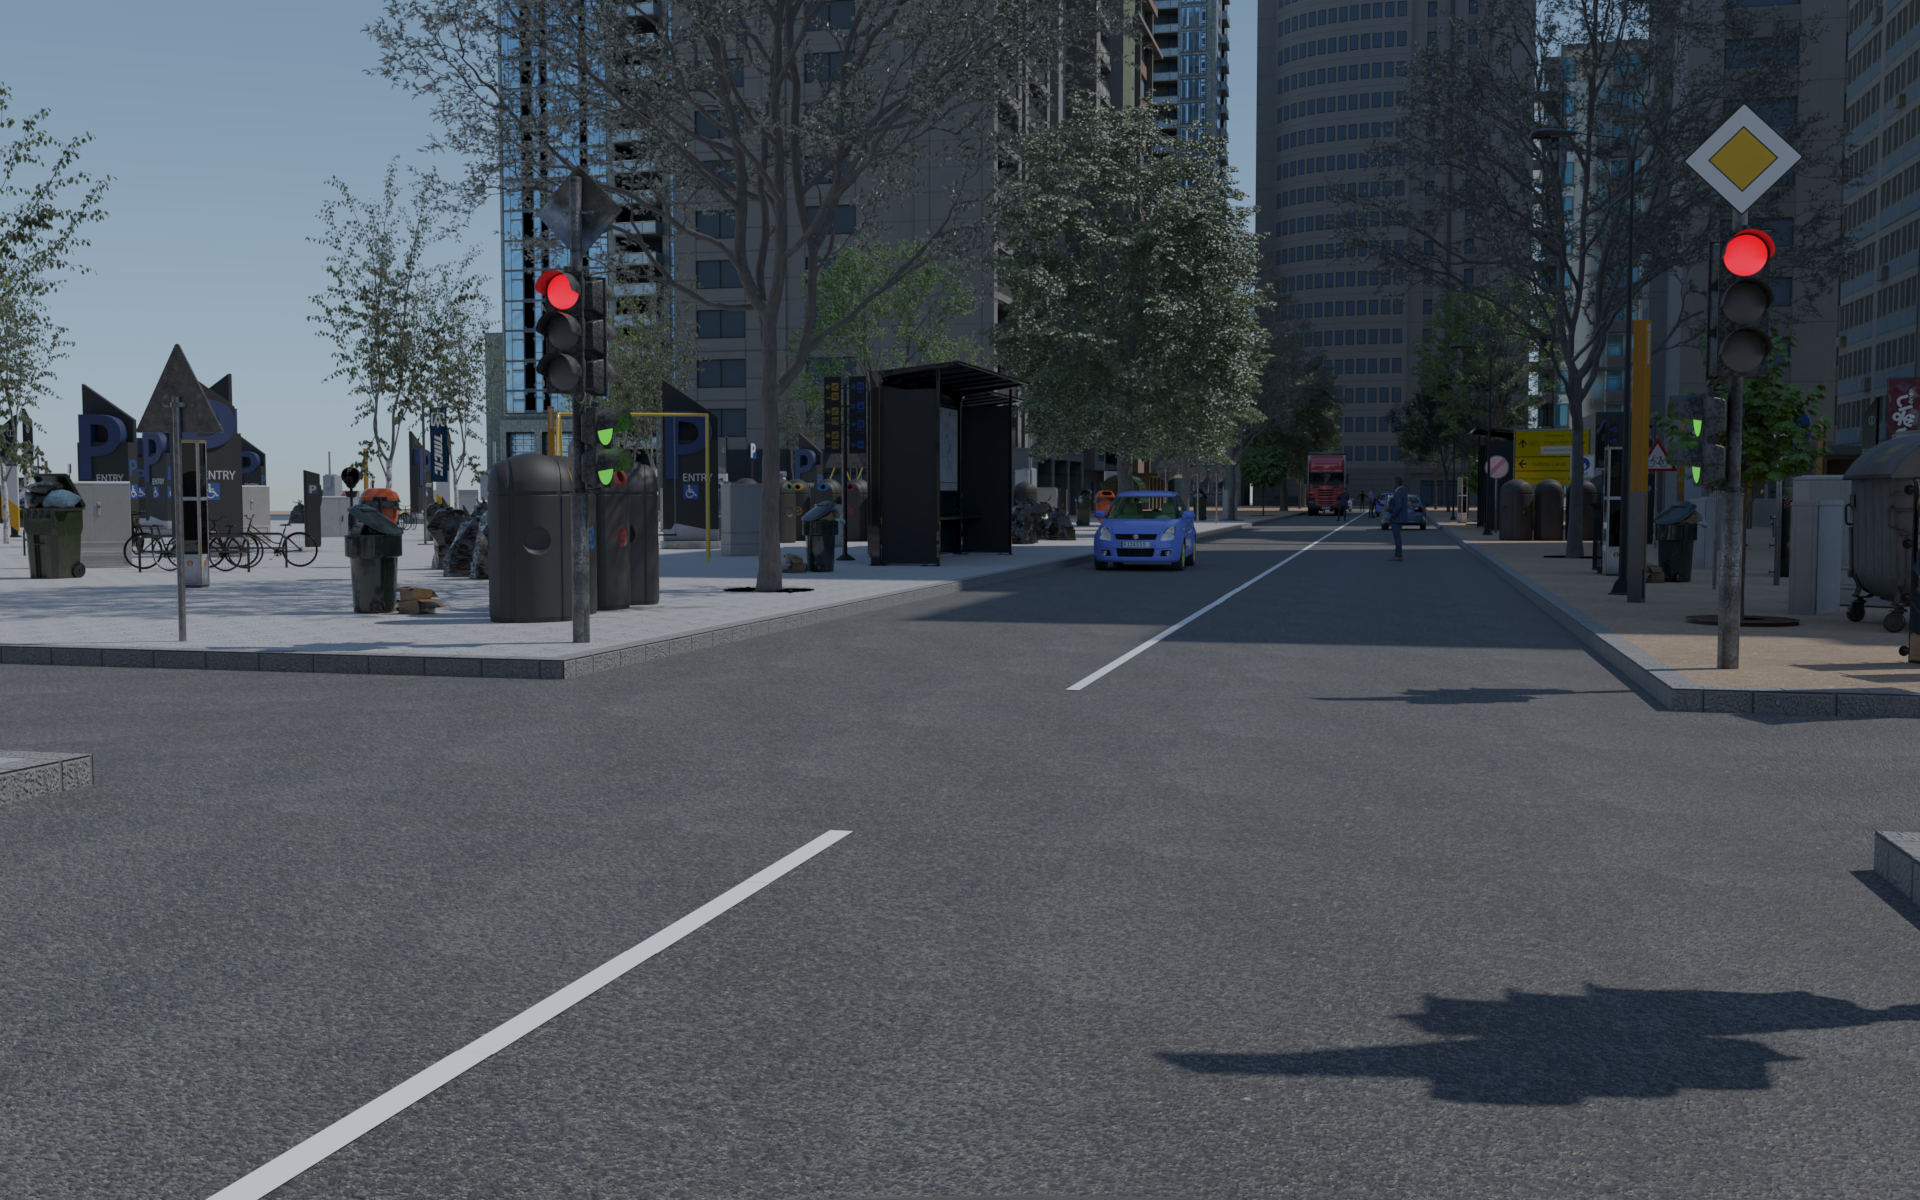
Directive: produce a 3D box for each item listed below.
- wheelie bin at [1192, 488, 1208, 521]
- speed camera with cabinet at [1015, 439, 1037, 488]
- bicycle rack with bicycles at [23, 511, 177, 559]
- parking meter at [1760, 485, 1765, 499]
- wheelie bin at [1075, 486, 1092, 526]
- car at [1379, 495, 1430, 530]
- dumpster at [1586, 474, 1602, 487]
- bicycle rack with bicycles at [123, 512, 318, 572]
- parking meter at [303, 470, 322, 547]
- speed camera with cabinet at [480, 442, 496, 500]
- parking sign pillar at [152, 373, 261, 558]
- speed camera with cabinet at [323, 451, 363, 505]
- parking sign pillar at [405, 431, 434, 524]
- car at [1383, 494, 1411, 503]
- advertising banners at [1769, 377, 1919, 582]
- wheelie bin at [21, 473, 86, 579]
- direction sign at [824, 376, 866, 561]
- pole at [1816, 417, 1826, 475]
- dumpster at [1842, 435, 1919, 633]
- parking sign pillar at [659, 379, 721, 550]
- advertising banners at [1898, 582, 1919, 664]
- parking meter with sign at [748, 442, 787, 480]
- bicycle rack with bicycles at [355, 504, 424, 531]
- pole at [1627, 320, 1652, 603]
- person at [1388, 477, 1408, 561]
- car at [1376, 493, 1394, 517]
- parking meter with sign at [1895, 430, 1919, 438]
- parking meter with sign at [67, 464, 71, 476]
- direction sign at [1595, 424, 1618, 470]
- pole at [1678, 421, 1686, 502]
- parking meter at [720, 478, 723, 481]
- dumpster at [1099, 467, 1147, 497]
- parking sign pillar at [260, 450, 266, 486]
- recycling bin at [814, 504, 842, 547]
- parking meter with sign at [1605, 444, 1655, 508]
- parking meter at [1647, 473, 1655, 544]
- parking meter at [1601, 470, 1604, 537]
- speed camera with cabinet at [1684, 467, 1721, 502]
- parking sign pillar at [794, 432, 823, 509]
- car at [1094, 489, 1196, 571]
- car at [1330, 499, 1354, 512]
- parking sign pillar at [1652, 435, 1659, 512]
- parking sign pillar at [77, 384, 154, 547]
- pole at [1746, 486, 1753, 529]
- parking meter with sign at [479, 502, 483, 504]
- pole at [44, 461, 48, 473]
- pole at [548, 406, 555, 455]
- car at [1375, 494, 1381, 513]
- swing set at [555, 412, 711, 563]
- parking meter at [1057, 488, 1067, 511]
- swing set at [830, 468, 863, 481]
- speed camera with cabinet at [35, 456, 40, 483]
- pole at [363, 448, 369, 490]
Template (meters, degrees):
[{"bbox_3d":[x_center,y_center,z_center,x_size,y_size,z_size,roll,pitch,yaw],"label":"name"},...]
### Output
[{"bbox_3d":[11.616,-4.648,83.906,0.693,1.594,0.980,0,4,-2],"label":"wheelie bin"},{"bbox_3d":[2.684,-4.178,62.641,0.660,3.252,2.038,2,4,29],"label":"speed camera with cabinet"},{"bbox_3d":[-18.332,-1.439,36.906,2.852,0.926,2.925,0,4,7],"label":"bicycle rack with bicycles"},{"bbox_3d":[37.993,-4.682,82.261,0.399,1.863,0.255,-1,4,-22],"label":"parking meter"},{"bbox_3d":[4.973,-3.781,69.721,0.693,1.594,0.980,0,4,2],"label":"wheelie bin"},{"bbox_3d":[17.968,-3.550,70.050,2.014,1.417,4.499,1,4,15],"label":"car"},{"bbox_3d":[18.427,-2.680,49.571,1.264,1.857,1.865,1,4,14],"label":"dumpster"},{"bbox_3d":[-12.741,-0.977,29.360,2.925,0.926,2.852,0,4,-1],"label":"bicycle rack with bicycles"},{"bbox_3d":[-15.656,-2.214,41.911,0.399,1.863,0.255,-2,4,-28],"label":"parking meter"},{"bbox_3d":[-17.693,-4.398,66.251,0.660,3.252,2.038,0,4,8],"label":"speed camera with cabinet"},{"bbox_3d":[-15.431,-2.873,35.453,1.447,3.967,1.447,3,5,44],"label":"parking sign pillar"},{"bbox_3d":[-28.542,-5.262,80.372,2.038,3.252,0.660,1,4,19],"label":"speed camera with cabinet"},{"bbox_3d":[-23.218,-5.272,74.667,1.447,3.967,1.447,1,4,11],"label":"parking sign pillar"},{"bbox_3d":[26.131,-5.651,102.616,2.015,1.641,3.980,1,4,13],"label":"car"},{"bbox_3d":[13.462,-1.842,26.298,2.074,3.025,0.090,1,4,20],"label":"advertising banners"},{"bbox_3d":[-13.784,-1.128,26.359,0.980,1.594,0.693,1,4,17],"label":"wheelie bin"},{"bbox_3d":[-2.211,-2.533,33.412,0.876,3.537,0.379,1,4,21],"label":"direction sign"},{"bbox_3d":[22.711,-3.173,45.722,0.158,3.312,0.155,0,3,0],"label":"pole"},{"bbox_3d":[9.296,-0.657,16.495,1.264,1.857,1.865,1,4,14],"label":"dumpster"},{"bbox_3d":[-6.322,-3.191,40.644,1.447,3.967,1.447,0,4,-7],"label":"parking sign pillar"},{"bbox_3d":[7.293,-0.978,12.170,0.090,3.025,2.074,0,4,-3],"label":"advertising banners"},{"bbox_3d":[-6.227,-3.798,58.363,1.738,3.016,0.543,1,4,15],"label":"parking meter with sign"},{"bbox_3d":[-20.228,-2.958,61.737,2.925,0.926,2.852,3,5,44],"label":"bicycle rack with bicycles"},{"bbox_3d":[8.003,-1.624,20.400,0.158,3.312,0.155,0,3,0],"label":"pole"},{"bbox_3d":[9.380,-1.737,37.082,0.419,1.800,0.721,1,4,19],"label":"person"},{"bbox_3d":[27.365,-6.162,110.334,1.945,1.707,3.694,1,4,13],"label":"car"},{"bbox_3d":[11.677,-1.508,20.924,0.543,3.016,1.738,0,4,0],"label":"parking meter with sign"},{"bbox_3d":[-51.939,-6.303,99.310,1.738,3.016,0.543,-3,4,-39],"label":"parking meter with sign"},{"bbox_3d":[20.878,-3.914,55.985,0.379,3.537,0.876,-2,4,-29],"label":"direction sign"},{"bbox_3d":[20.297,-3.357,48.731,0.158,3.312,0.155,0,3,0],"label":"pole"},{"bbox_3d":[-8.928,-3.548,63.729,0.399,1.863,0.255,1,4,16],"label":"parking meter"},{"bbox_3d":[5.793,-3.610,61.512,1.502,2.255,1.985,1,4,14],"label":"dumpster"},{"bbox_3d":[-32.145,-5.506,78.496,1.447,3.967,1.447,1,4,11],"label":"parking sign pillar"},{"bbox_3d":[-3.168,-1.805,42.072,0.722,1.027,0.722,0,4,-5],"label":"recycling bin"},{"bbox_3d":[23.391,-3.925,60.436,1.738,3.016,0.543,-1,4,-17],"label":"parking meter with sign"},{"bbox_3d":[17.558,-2.363,44.352,0.399,1.863,0.255,0,4,-4],"label":"parking meter"},{"bbox_3d":[15.952,-2.252,42.524,0.255,1.863,0.399,-1,4,-15],"label":"parking meter"},{"bbox_3d":[22.538,-3.550,52.375,0.660,3.252,2.038,3,5,43],"label":"speed camera with cabinet"},{"bbox_3d":[-6.557,-5.295,75.045,1.447,3.967,1.447,3,4,37],"label":"parking sign pillar"},{"bbox_3d":[3.621,-1.469,33.606,1.945,1.707,3.694,1,4,12],"label":"car"},{"bbox_3d":[30.986,-7.881,140.854,2.014,1.417,4.499,1,4,13],"label":"car"},{"bbox_3d":[31.396,-5.566,79.470,1.447,3.967,1.447,-1,4,-23],"label":"parking sign pillar"},{"bbox_3d":[-20.789,-3.289,42.246,1.447,3.967,1.447,0,4,5],"label":"parking sign pillar"},{"bbox_3d":[29.093,-4.276,63.751,0.158,3.312,0.155,0,3,0],"label":"pole"},{"bbox_3d":[-24.510,-5.800,91.096,1.738,3.016,0.543,-3,5,-44],"label":"parking meter with sign"},{"bbox_3d":[-55.821,-6.851,105.864,0.158,3.312,0.155,0,3,0],"label":"pole"},{"bbox_3d":[-9.514,-2.846,40.378,0.158,3.312,0.155,0,3,0],"label":"pole"},{"bbox_3d":[32.616,-7.491,132.263,2.009,1.686,4.222,1,4,15],"label":"car"},{"bbox_3d":[-6.415,-2.191,33.442,3.119,2.851,2.862,0,4,-8],"label":"swing set"},{"bbox_3d":[3.979,-3.623,67.647,0.372,1.533,0.369,0,3,0],"label":"parking meter"},{"bbox_3d":[-4.893,-4.967,78.829,2.862,2.851,3.119,1,4,23],"label":"swing set"},{"bbox_3d":[-48.130,-5.882,90.514,0.660,3.252,2.038,-1,4,-12],"label":"speed camera with cabinet"},{"bbox_3d":[-26.461,-5.097,77.185,0.158,3.312,0.155,0,3,0],"label":"pole"}]
